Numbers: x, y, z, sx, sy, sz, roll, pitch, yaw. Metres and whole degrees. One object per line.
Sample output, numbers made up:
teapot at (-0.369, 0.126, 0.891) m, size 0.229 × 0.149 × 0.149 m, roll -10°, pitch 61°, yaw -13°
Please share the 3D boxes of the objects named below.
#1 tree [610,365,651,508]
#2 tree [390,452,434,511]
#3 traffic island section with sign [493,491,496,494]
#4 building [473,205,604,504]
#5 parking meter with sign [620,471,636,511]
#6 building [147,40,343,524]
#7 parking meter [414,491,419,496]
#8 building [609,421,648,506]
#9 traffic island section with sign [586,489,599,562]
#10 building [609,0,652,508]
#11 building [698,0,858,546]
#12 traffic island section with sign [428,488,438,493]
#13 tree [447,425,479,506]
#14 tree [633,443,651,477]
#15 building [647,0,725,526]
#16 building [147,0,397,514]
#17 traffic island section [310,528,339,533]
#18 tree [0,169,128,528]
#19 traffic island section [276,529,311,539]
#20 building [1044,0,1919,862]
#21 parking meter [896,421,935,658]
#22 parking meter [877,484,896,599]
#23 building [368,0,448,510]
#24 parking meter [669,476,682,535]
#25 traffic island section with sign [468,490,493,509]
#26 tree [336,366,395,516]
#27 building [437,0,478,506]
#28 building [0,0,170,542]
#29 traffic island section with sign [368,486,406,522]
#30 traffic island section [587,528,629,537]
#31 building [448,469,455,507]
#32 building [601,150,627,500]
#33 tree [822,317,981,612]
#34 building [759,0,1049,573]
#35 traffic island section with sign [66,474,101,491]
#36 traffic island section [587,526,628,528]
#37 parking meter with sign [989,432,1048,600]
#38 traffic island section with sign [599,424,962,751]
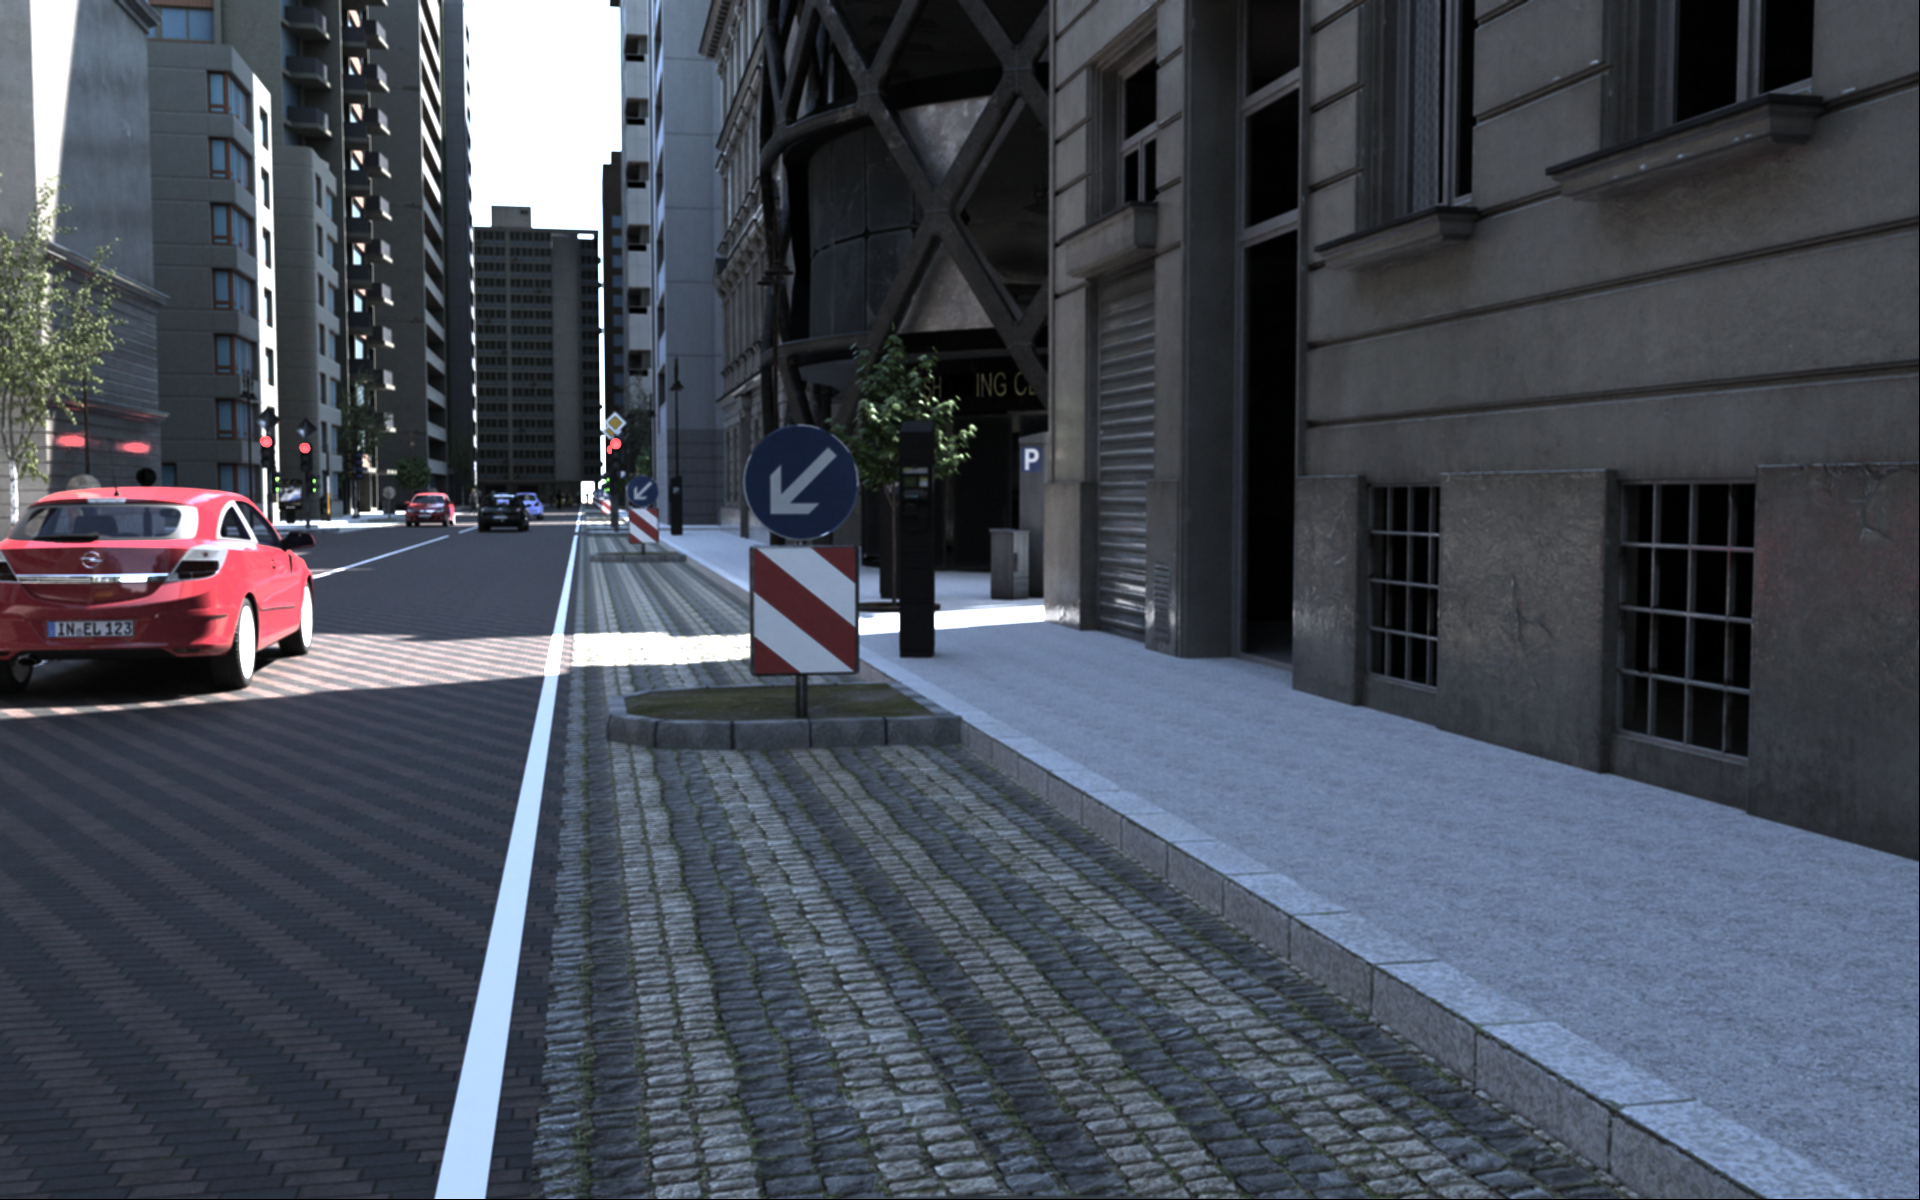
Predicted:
tree at (-17.866, -9.133, 99.689) m, size 4.360 × 8.622 × 3.978 m, roll 0°, pitch 3°, yaw 0°
tree at (-42.667, -9.242, 134.818) m, size 4.285 × 4.588 × 4.351 m, roll 0°, pitch 3°, yaw 0°
traffic island section with sign at (-51.547, -11.180, 191.417) m, size 1.989 × 1.847 × 2.006 m, roll -1°, pitch 4°, yaw -12°
building at (-60.850, -33.269, 235.829) m, size 23.993 × 40.220 × 32.217 m, roll -1°, pitch 4°, yaw -12°
parking meter with sign at (-24.959, -8.243, 131.031) m, size 0.543 × 3.016 × 1.738 m, roll 2°, pitch 4°, yaw 25°
building at (-44.550, -14.256, 78.127) m, size 27.650 × 21.520 × 28.899 m, roll -1°, pitch 4°, yaw -12°
parking meter at (-43.113, -7.890, 137.405) m, size 0.372 × 1.533 × 0.369 m, roll 0°, pitch 3°, yaw 0°
building at (-31.529, -46.928, 205.516) m, size 20.563 × 71.187 × 20.611 m, roll -1°, pitch 4°, yaw -12°
traffic island section with sign at (-6.893, -1.732, 36.944) m, size 1.989 × 1.847 × 2.006 m, roll -1°, pitch 4°, yaw -12°
building at (-17.967, -35.117, 163.399) m, size 28.713 × 52.752 × 27.495 m, roll -1°, pitch 4°, yaw -12°
building at (-1.678, -11.395, 50.937) m, size 10.561 × 19.102 × 19.286 m, roll -1°, pitch 4°, yaw -12°
traffic island section with sign at (-34.956, -6.511, 115.081) m, size 1.989 × 1.847 × 2.006 m, roll -1°, pitch 4°, yaw -12°
tree at (-53.093, -14.316, 184.425) m, size 4.737 × 8.622 × 4.395 m, roll 0°, pitch 3°, yaw 0°
tree at (-16.239, -6.819, 95.197) m, size 4.285 × 4.588 × 4.351 m, roll 0°, pitch 3°, yaw 0°
building at (0.659, -32.729, 77.112) m, size 28.212 × 58.520 × 21.231 m, roll -1°, pitch 4°, yaw -12°
building at (-49.802, -28.093, 113.951) m, size 22.147 × 44.769 × 28.867 m, roll -1°, pitch 4°, yaw -12°
traffic island section at (-24.243, -2.573, 64.352) m, size 2.009 × 0.180 × 2.903 m, roll -1°, pitch 4°, yaw -12°
tree at (-21.261, -5.436, 39.233) m, size 4.737 × 8.622 × 4.395 m, roll 0°, pitch 3°, yaw 0°
traffic island section at (-22.546, -2.096, 56.548) m, size 2.009 × 0.180 × 2.903 m, roll -1°, pitch 4°, yaw -12°
building at (10.962, -10.471, 4.492) m, size 16.112 × 22.955 × 30.059 m, roll -1°, pitch 4°, yaw -12°
parking meter at (-0.339, -0.487, 13.679) m, size 0.255 × 1.863 × 0.399 m, roll 0°, pitch 4°, yaw 3°
parking meter at (-0.800, -0.952, 21.284) m, size 0.399 × 1.863 × 0.255 m, roll 1°, pitch 4°, yaw 15°
building at (-55.086, -31.874, 144.838) m, size 21.300 × 48.544 × 21.600 m, roll -1°, pitch 4°, yaw -12°
parking meter at (-8.914, -2.972, 54.310) m, size 0.399 × 1.863 × 0.255 m, roll -1°, pitch 4°, yaw -10°
traffic island section with sign at (-45.704, -9.536, 164.542) m, size 1.989 × 1.847 × 2.006 m, roll -1°, pitch 4°, yaw -12°
tree at (-34.607, -9.100, 99.153) m, size 4.737 × 8.622 × 4.395 m, roll 0°, pitch 3°, yaw 0°
building at (-70.246, -40.092, 197.495) m, size 28.212 × 58.520 × 21.231 m, roll -1°, pitch 4°, yaw -12°
building at (-40.411, -13.819, 45.018) m, size 34.723 × 24.649 × 14.460 m, roll -1°, pitch 4°, yaw -12°
traffic island section with sign at (-29.223, -4.900, 88.741) m, size 1.989 × 1.847 × 2.006 m, roll -1°, pitch 4°, yaw -12°
traffic island section at (-11.657, -2.240, 58.902) m, size 2.009 × 0.180 × 2.903 m, roll -1°, pitch 4°, yaw -12°
building at (-59.624, -44.432, 164.720) m, size 20.563 × 71.187 × 20.611 m, roll -1°, pitch 4°, yaw -12°
building at (-40.057, -35.462, 229.915) m, size 14.200 × 45.320 × 14.600 m, roll -1°, pitch 4°, yaw -12°
tree at (-0.830, -1.498, 19.100) m, size 1.663 × 3.219 × 1.824 m, roll 0°, pitch 3°, yaw 0°
building at (4.526, -10.128, 33.047) m, size 16.820 × 18.784 × 16.811 m, roll -1°, pitch 4°, yaw -12°
traffic island section with sign at (-17.351, -1.560, 34.137) m, size 1.989 × 1.847 × 2.006 m, roll -1°, pitch 4°, yaw -12°
traffic island section at (-13.354, -2.717, 66.706) m, size 2.009 × 0.180 × 2.903 m, roll -1°, pitch 4°, yaw -12°
parking meter with sign at (1.065, -1.550, 21.596) m, size 0.543 × 3.016 × 1.738 m, roll 3°, pitch 5°, yaw 39°
traffic island section with sign at (-1.162, -0.120, 10.595) m, size 1.989 × 1.847 × 2.006 m, roll -1°, pitch 4°, yaw -12°
